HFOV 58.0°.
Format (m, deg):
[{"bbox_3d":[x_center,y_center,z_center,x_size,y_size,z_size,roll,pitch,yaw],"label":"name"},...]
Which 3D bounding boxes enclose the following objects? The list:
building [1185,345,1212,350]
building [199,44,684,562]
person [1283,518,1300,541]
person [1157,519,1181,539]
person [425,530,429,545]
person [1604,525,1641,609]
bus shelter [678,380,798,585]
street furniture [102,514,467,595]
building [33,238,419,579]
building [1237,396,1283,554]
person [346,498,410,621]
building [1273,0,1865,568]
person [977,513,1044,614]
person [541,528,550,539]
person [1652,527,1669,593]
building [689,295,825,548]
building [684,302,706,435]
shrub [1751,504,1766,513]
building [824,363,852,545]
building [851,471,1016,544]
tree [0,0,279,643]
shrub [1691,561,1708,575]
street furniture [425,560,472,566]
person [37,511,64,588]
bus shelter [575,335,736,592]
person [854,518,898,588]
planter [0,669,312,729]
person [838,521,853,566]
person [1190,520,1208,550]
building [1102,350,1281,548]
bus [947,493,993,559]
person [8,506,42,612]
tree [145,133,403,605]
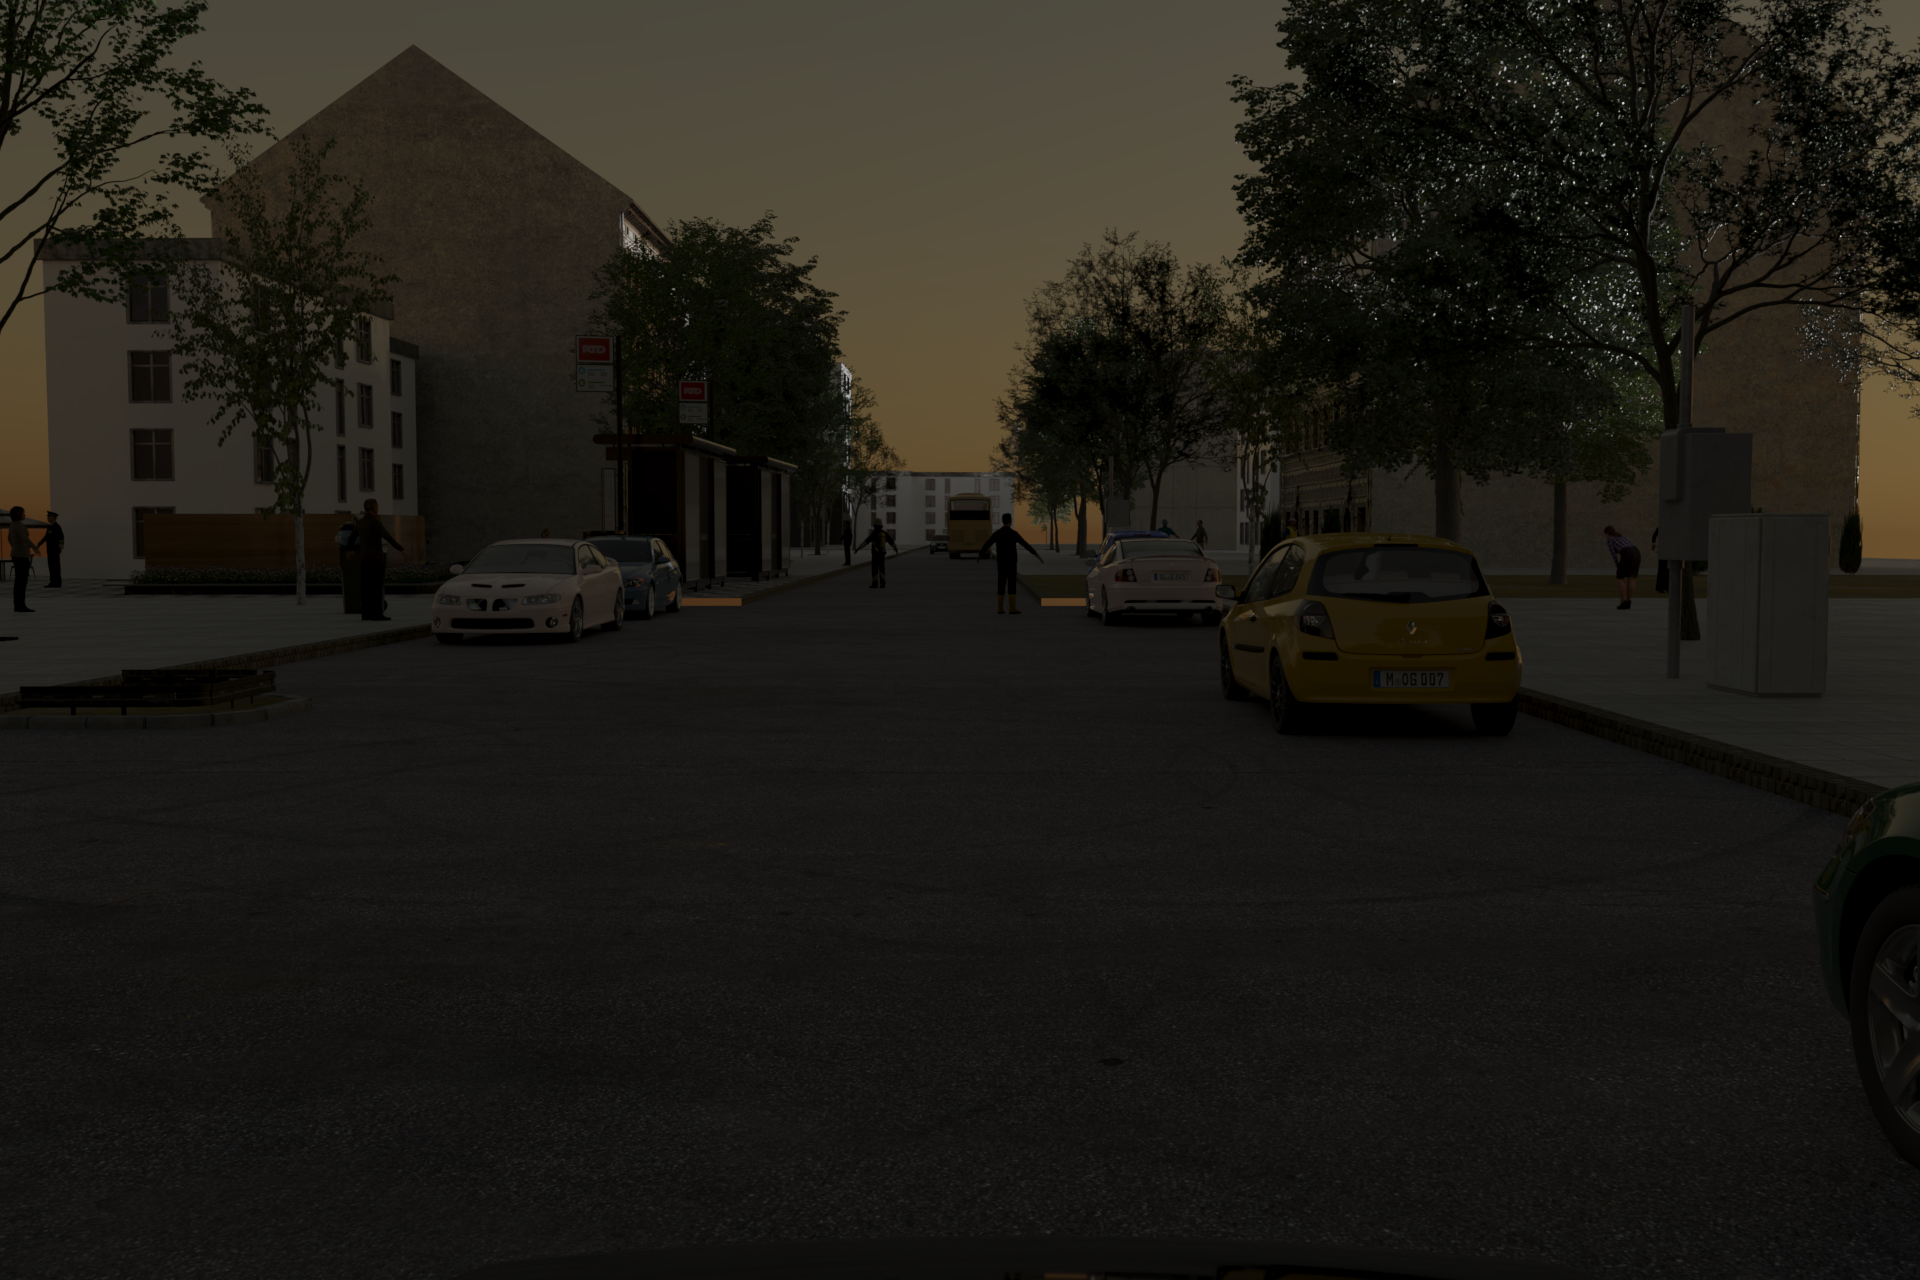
[{"bbox_3d":[26.927,-22.882,205.056,19.493,23.208,18.063,0,4,1],"label":"building"},{"bbox_3d":[-24.572,-15.684,87.366,19.493,23.208,18.063,0,4,0],"label":"building"},{"bbox_3d":[11.145,-3.184,58.020,1.349,1.833,0.705,-3,5,-45],"label":"person"},{"bbox_3d":[7.296,-3.399,61.700,1.347,1.817,0.704,1,4,8],"label":"person"},{"bbox_3d":[-19.519,-3.462,62.367,1.354,1.858,0.705,2,4,34],"label":"person"},{"bbox_3d":[11.253,-1.238,29.512,0.421,1.427,0.697,-2,4,-27],"label":"person"},{"bbox_3d":[-6.137,-4.293,47.819,2.179,5.291,8.768,0,4,2],"label":"bus shelter"},{"bbox_3d":[-14.366,-1.955,38.816,11.010,1.723,9.812,0,4,-3],"label":"street furniture"},{"bbox_3d":[-25.161,-7.412,63.341,9.099,9.664,28.070,0,4,1],"label":"building"},{"bbox_3d":[23.291,-9.978,105.284,9.099,9.664,28.070,0,4,1],"label":"building"},{"bbox_3d":[-8.699,-1.193,25.691,1.348,1.807,0.705,2,4,32],"label":"person"},{"bbox_3d":[24.731,-14.871,74.068,19.493,23.208,18.063,0,3,0],"label":"building"},{"bbox_3d":[0.858,-1.375,31.076,1.346,1.812,0.704,2,4,29],"label":"person"},{"bbox_3d":[-10.547,-2.152,44.457,0.599,1.433,0.991,1,4,23],"label":"person"},{"bbox_3d":[15.355,-1.887,37.571,1.216,1.740,0.721,-3,4,-36],"label":"person"},{"bbox_3d":[-28.092,-19.387,160.955,27.936,21.610,32.646,0,4,1],"label":"building"},{"bbox_3d":[-27.285,-15.058,112.649,16.747,18.905,31.486,0,4,0],"label":"building"},{"bbox_3d":[17.604,-2.132,38.896,1.661,2.075,1.752,0,3,0],"label":"shrub"},{"bbox_3d":[-27.989,-22.043,204.380,27.936,21.610,32.646,0,4,1],"label":"building"},{"bbox_3d":[-6.661,-17.473,230.289,28.070,9.664,9.099,0,4,-5],"label":"building"},{"bbox_3d":[-12.003,-5.791,20.445,9.928,11.665,9.643,0,3,0],"label":"tree"},{"bbox_3d":[22.723,-3.023,53.848,1.690,2.028,1.600,0,3,0],"label":"shrub"},{"bbox_3d":[-14.724,-2.160,50.948,5.734,0.657,10.072,-3,5,-45],"label":"street furniture"},{"bbox_3d":[-21.669,-2.166,41.344,1.347,1.837,0.705,3,4,39],"label":"person"},{"bbox_3d":[-6.603,-3.672,37.663,2.179,5.291,8.768,0,4,1],"label":"bus shelter"},{"bbox_3d":[-2.176,-2.300,45.842,1.354,1.856,0.705,-2,4,-35],"label":"person"},{"bbox_3d":[-6.310,0.454,13.714,1.991,0.319,1.994,0,4,0],"label":"planter"},{"bbox_3d":[-4.602,-3.920,70.323,0.704,1.802,1.346,1,4,18],"label":"person"},{"bbox_3d":[8.778,-3.501,63.517,0.705,1.796,1.348,-1,4,-21],"label":"person"},{"bbox_3d":[23.911,-18.881,175.159,16.747,18.905,31.486,0,4,1],"label":"building"},{"bbox_3d":[0.580,-6.787,102.517,2.896,3.916,12.252,0,4,0],"label":"bus"},{"bbox_3d":[-15.403,-1.332,28.540,1.215,1.744,0.721,3,5,45],"label":"person"},{"bbox_3d":[-12.165,-4.936,31.067,4.737,8.622,4.395,0,3,0],"label":"tree"}]
